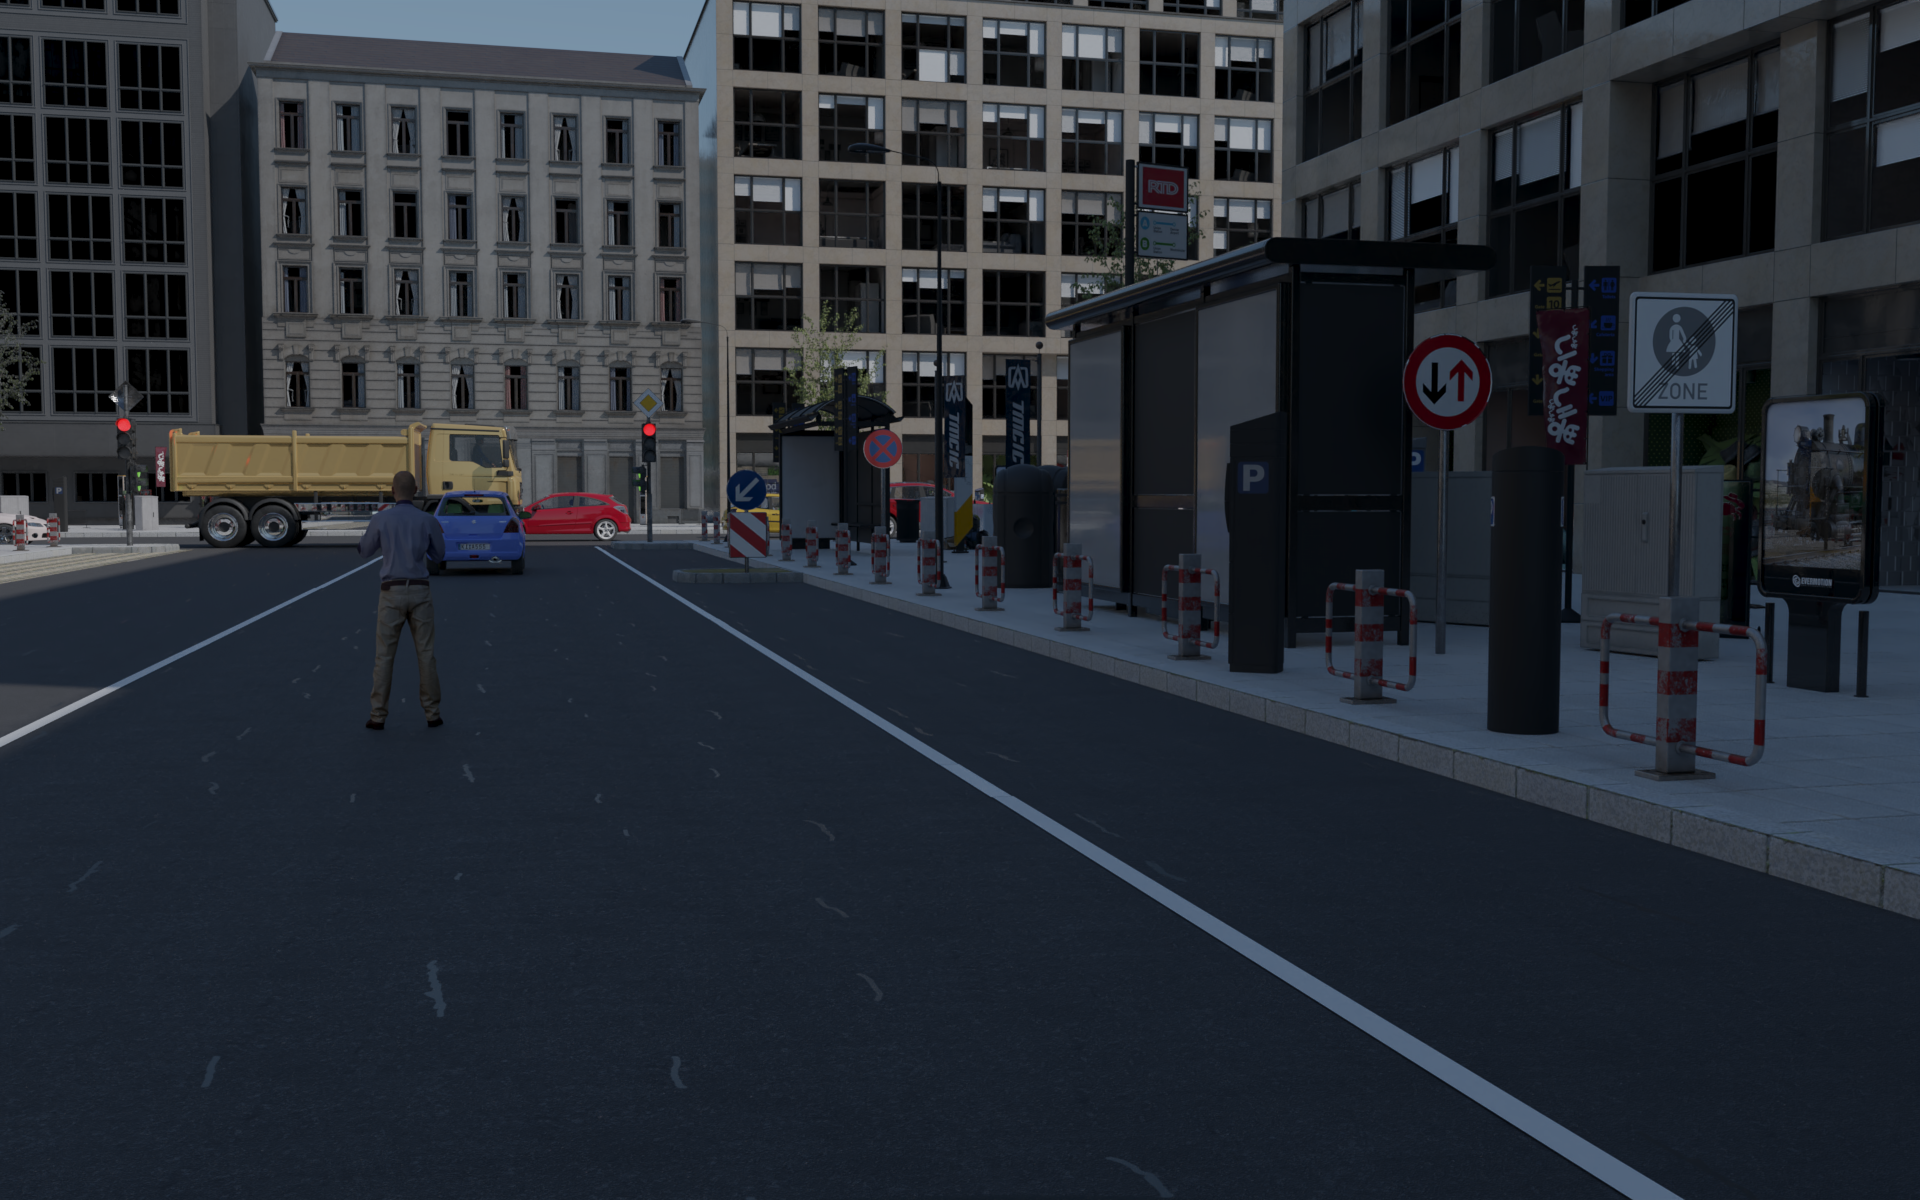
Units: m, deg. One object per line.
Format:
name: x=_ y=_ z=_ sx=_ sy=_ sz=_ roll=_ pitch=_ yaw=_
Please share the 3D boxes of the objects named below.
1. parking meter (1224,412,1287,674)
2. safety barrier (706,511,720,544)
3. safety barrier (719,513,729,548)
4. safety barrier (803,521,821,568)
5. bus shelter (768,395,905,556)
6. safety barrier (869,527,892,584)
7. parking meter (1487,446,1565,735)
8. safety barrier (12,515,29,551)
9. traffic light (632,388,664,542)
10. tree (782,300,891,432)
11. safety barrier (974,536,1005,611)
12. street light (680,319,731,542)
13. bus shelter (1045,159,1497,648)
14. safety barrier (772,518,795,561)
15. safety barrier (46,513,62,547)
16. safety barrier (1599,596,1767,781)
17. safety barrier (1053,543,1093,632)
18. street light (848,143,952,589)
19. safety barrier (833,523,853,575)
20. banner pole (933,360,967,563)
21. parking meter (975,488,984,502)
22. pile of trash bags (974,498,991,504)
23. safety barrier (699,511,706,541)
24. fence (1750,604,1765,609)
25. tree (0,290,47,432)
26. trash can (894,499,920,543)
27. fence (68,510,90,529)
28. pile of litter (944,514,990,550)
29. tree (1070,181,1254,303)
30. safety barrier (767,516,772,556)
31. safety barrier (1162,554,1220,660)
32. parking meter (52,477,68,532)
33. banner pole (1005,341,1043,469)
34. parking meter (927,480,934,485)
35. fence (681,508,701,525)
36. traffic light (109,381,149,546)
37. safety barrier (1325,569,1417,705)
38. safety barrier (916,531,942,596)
parking meter: x=2.126 y=-0.414 z=12.479 sx=0.399 sy=1.863 sz=0.255 roll=2 pitch=4 yaw=25
safety barrier: x=-6.224 y=-1.837 z=44.306 sx=0.300 sy=0.817 sz=1.120 roll=-1 pitch=4 yaw=-14
safety barrier: x=-5.495 y=-1.666 z=41.507 sx=0.300 sy=0.817 sz=1.120 roll=-1 pitch=4 yaw=-14
safety barrier: x=-2.586 y=-0.978 z=30.272 sx=0.300 sy=0.817 sz=1.120 roll=-1 pitch=4 yaw=-14
bus shelter: x=-2.799 y=-2.689 z=37.886 sx=2.014 sy=3.302 sz=5.546 roll=-1 pitch=4 yaw=-14
safety barrier: x=-1.133 y=-0.636 z=24.667 sx=0.300 sy=0.817 sz=1.120 roll=-1 pitch=4 yaw=-14
parking meter: x=3.054 y=-0.058 z=9.352 sx=0.372 sy=1.533 sz=0.369 roll=0 pitch=3 yaw=0
safety barrier: x=-21.128 y=-1.509 z=38.946 sx=0.300 sy=0.817 sz=1.120 roll=-1 pitch=4 yaw=-14
traffic light: x=-8.293 y=-3.496 z=46.085 sx=0.839 sy=4.253 sz=0.868 roll=-1 pitch=4 yaw=-14
tree: x=-4.903 y=-7.126 z=66.876 sx=4.737 sy=8.622 sz=4.395 roll=0 pitch=3 yaw=0
safety barrier: x=0.325 y=-0.292 z=19.043 sx=0.300 sy=0.817 sz=1.120 roll=-1 pitch=4 yaw=-14
street light: x=-6.716 y=-4.502 z=46.152 sx=1.470 sy=5.913 sz=1.316 roll=-1 pitch=4 yaw=-14
bus shelter: x=2.417 y=-2.503 z=18.560 sx=2.179 sy=5.291 sz=8.768 roll=-1 pitch=4 yaw=-15
safety barrier: x=-3.316 y=-1.151 z=33.093 sx=0.300 sy=0.817 sz=1.120 roll=-1 pitch=4 yaw=-14
safety barrier: x=-21.859 y=-1.681 z=41.762 sx=0.300 sy=0.817 sz=1.120 roll=-1 pitch=4 yaw=-14
safety barrier: x=3.239 y=0.395 z=7.822 sx=0.300 sy=0.817 sz=1.120 roll=-1 pitch=4 yaw=-14
safety barrier: x=1.054 y=-0.120 z=16.245 sx=0.300 sy=0.817 sz=1.120 roll=-1 pitch=4 yaw=-14
street light: x=-0.803 y=-3.101 z=23.236 sx=1.470 sy=5.913 sz=1.316 roll=-1 pitch=4 yaw=-14
safety barrier: x=-1.856 y=-0.807 z=27.473 sx=0.300 sy=0.817 sz=1.120 roll=-1 pitch=4 yaw=-14
banner pole: x=-0.239 y=-2.583 z=32.243 sx=0.863 sy=3.779 sz=0.401 roll=2 pitch=4 yaw=32
parking meter: x=0.777 y=-3.739 z=69.535 sx=0.372 sy=1.533 sz=0.369 roll=0 pitch=3 yaw=0
pile of trash bags: x=1.295 y=-2.253 z=46.590 sx=1.912 sy=1.369 sz=3.447 roll=-1 pitch=4 yaw=-21
safety barrier: x=-6.951 y=-2.008 z=47.110 sx=0.300 sy=0.817 sz=1.120 roll=-1 pitch=4 yaw=-14
fence: x=7.914 y=-0.484 z=19.112 sx=2.264 sy=1.192 sz=0.480 roll=-2 pitch=4 yaw=-26
tree: x=-35.022 y=-6.820 z=61.874 sx=4.360 sy=8.622 sz=3.978 roll=0 pitch=3 yaw=0
trash can: x=-1.375 y=-2.083 z=45.709 sx=0.748 sy=1.137 sz=0.748 roll=0 pitch=3 yaw=0
fence: x=-32.840 y=-2.994 z=64.333 sx=0.278 sy=0.683 sz=2.069 roll=0 pitch=4 yaw=-6
pile of litter: x=0.052 y=-1.601 z=40.143 sx=1.719 sy=0.858 sz=1.176 roll=-2 pitch=4 yaw=-31
tree: x=4.560 y=-5.501 z=40.301 sx=4.737 sy=8.622 sz=4.395 roll=0 pitch=3 yaw=0
safety barrier: x=-4.044 y=-1.322 z=35.892 sx=0.300 sy=0.817 sz=1.120 roll=-1 pitch=4 yaw=-14
safety barrier: x=1.782 y=0.051 z=13.438 sx=0.300 sy=0.817 sz=1.120 roll=-1 pitch=4 yaw=-14
parking meter: x=-30.313 y=-3.219 z=58.346 sx=0.399 sy=1.863 sz=0.255 roll=-1 pitch=4 yaw=-9
banner pole: x=1.094 y=-2.348 z=28.399 sx=0.863 sy=3.779 sz=0.401 roll=-2 pitch=4 yaw=-26
parking meter: x=-1.250 y=-4.158 z=73.701 sx=0.255 sy=1.863 sz=0.399 roll=-1 pitch=4 yaw=-12
fence: x=-11.283 y=-3.492 z=72.461 sx=0.278 sy=0.683 sz=2.069 roll=-2 pitch=4 yaw=-30
traffic light: x=-20.595 y=-3.301 z=42.891 sx=0.839 sy=4.253 sz=0.868 roll=-1 pitch=4 yaw=-14
safety barrier: x=2.511 y=0.223 z=10.632 sx=0.300 sy=0.817 sz=1.120 roll=-1 pitch=4 yaw=-14
safety barrier: x=-0.396 y=-0.464 z=21.856 sx=0.300 sy=0.817 sz=1.120 roll=-1 pitch=4 yaw=-14
